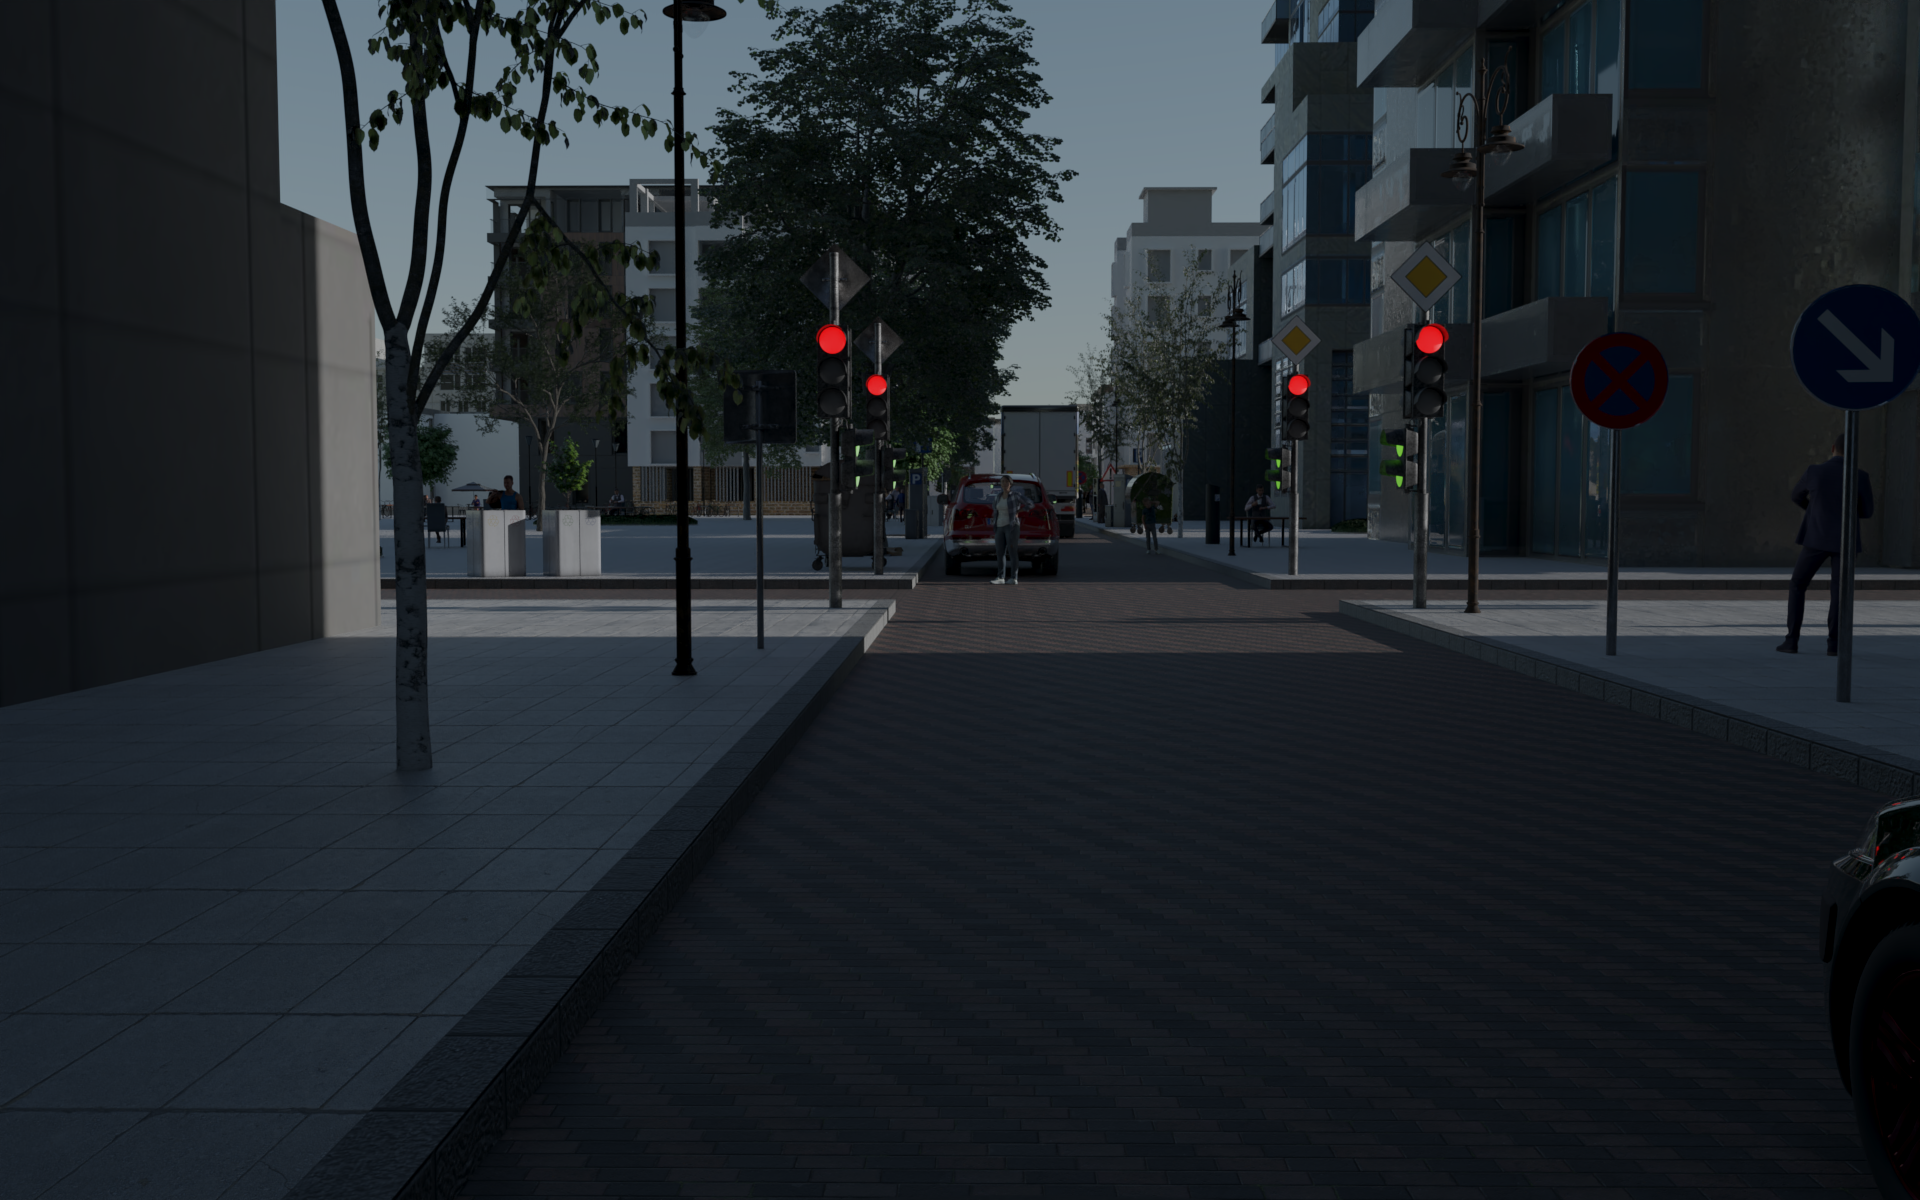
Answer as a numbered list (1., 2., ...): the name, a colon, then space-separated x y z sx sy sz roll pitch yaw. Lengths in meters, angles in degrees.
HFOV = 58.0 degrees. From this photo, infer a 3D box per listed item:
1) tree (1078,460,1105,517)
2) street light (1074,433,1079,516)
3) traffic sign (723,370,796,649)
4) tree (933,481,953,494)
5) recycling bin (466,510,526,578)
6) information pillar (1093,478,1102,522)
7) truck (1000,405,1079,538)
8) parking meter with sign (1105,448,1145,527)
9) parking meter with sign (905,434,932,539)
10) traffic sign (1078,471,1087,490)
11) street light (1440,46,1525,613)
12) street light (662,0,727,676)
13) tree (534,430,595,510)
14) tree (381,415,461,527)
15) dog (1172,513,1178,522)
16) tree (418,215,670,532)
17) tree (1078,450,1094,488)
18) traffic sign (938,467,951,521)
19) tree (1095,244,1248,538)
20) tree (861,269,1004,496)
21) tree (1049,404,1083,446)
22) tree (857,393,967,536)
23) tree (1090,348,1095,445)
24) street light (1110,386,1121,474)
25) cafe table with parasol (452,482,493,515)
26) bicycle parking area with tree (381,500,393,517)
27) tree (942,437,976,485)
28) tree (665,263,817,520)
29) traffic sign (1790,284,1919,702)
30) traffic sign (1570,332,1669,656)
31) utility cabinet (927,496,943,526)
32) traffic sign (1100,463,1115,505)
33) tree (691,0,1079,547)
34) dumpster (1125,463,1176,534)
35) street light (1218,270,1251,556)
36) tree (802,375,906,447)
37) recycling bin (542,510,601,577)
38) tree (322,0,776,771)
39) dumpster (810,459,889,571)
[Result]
1. tree: 7.501 -6.308 97.734 1.663 3.219 1.824 0 3 0
2. street light: 6.756 -7.912 102.144 0.468 5.910 1.993 0 4 1
3. traffic sign: -1.653 -0.745 14.307 0.606 2.300 0.079 0 4 5
4. tree: -1.215 -8.597 135.165 1.663 3.219 1.824 0 3 0
5. recycling bin: -7.244 -0.886 27.045 0.722 1.027 0.722 -2 4 -35
6. information pillar: 6.255 -4.535 78.643 0.304 2.012 0.304 -3 4 -36
7. truck: 2.753 -4.354 60.107 2.839 4.237 11.283 0 4 3
8. parking meter with sign: 6.293 -4.311 66.752 0.543 3.016 1.738 -3 4 -39
9. parking meter with sign: -1.223 -3.274 49.792 0.543 3.016 1.738 1 4 9
10. traffic sign: 6.543 -5.777 94.565 0.768 2.556 0.104 0 4 5
11. street light: 5.536 -2.798 18.527 0.468 5.910 1.993 0 4 1
12. street light: -1.958 -2.406 12.122 0.468 5.910 1.993 0 4 1
13. tree: -11.848 -3.550 52.642 1.663 3.219 1.824 0 3 0
14. tree: -21.406 -5.193 68.624 4.285 4.588 4.351 0 3 0
15. dog: 9.798 -3.802 79.898 0.748 0.427 0.550 0 4 -7
16. tree: -14.303 -7.607 58.780 8.767 10.594 7.601 -1 4 -20
17. tree: 7.103 -7.699 109.588 4.285 4.588 4.351 0 3 0
18. traffic sign: -0.777 -4.802 78.611 0.768 2.556 0.104 0 4 3
19. tree: 6.203 -6.118 50.393 4.360 8.622 3.978 0 3 0
20. tree: -1.251 -10.253 85.765 7.486 12.596 7.792 0 3 0
21. tree: 7.989 -11.496 138.314 4.737 8.622 4.395 0 3 0
22. tree: -1.544 -4.250 53.207 4.285 4.588 4.351 0 3 0
23. tree: 6.695 -6.759 60.867 4.360 8.622 3.978 0 3 0
24. street light: 6.246 -5.891 69.103 0.468 5.910 1.993 0 4 1
25. cafe table with parasol: -27.260 -5.642 97.113 2.610 1.966 2.610 -2 4 -32
26. bicycle parking area with tree: -36.586 -6.750 97.358 8.231 4.147 9.016 2 4 31
27. tree: -0.396 -10.949 129.385 4.737 8.622 4.395 0 3 0
28. tree: -10.916 -10.203 84.939 7.486 12.596 7.792 0 3 0
29. traffic sign: 5.457 -0.643 10.619 0.768 2.556 0.104 1 4 9
30. traffic sign: 5.184 -0.832 13.709 0.768 2.556 0.104 0 4 2
31. utility cabinet: -1.201 -3.566 69.462 1.020 1.237 0.306 2 4 32
32. traffic sign: 6.353 -4.471 73.105 0.884 2.594 0.081 0 4 3
33. tree: -2.120 -8.214 40.949 9.857 13.997 8.962 0 3 0
34. dumpster: 6.137 -3.251 55.653 1.502 2.255 1.985 0 4 1
35. street light: 5.664 -3.860 35.902 0.468 5.910 1.993 0 4 1
36. tree: -5.844 -10.401 95.805 9.928 11.665 9.643 0 3 0
37. recycling bin: -6.117 -0.900 27.268 0.722 1.027 0.722 -2 4 -32
38. tree: -2.385 -3.505 7.669 4.360 8.622 3.978 0 3 0
39. dumpster: -1.889 -1.459 29.608 1.264 1.857 1.865 0 4 1
